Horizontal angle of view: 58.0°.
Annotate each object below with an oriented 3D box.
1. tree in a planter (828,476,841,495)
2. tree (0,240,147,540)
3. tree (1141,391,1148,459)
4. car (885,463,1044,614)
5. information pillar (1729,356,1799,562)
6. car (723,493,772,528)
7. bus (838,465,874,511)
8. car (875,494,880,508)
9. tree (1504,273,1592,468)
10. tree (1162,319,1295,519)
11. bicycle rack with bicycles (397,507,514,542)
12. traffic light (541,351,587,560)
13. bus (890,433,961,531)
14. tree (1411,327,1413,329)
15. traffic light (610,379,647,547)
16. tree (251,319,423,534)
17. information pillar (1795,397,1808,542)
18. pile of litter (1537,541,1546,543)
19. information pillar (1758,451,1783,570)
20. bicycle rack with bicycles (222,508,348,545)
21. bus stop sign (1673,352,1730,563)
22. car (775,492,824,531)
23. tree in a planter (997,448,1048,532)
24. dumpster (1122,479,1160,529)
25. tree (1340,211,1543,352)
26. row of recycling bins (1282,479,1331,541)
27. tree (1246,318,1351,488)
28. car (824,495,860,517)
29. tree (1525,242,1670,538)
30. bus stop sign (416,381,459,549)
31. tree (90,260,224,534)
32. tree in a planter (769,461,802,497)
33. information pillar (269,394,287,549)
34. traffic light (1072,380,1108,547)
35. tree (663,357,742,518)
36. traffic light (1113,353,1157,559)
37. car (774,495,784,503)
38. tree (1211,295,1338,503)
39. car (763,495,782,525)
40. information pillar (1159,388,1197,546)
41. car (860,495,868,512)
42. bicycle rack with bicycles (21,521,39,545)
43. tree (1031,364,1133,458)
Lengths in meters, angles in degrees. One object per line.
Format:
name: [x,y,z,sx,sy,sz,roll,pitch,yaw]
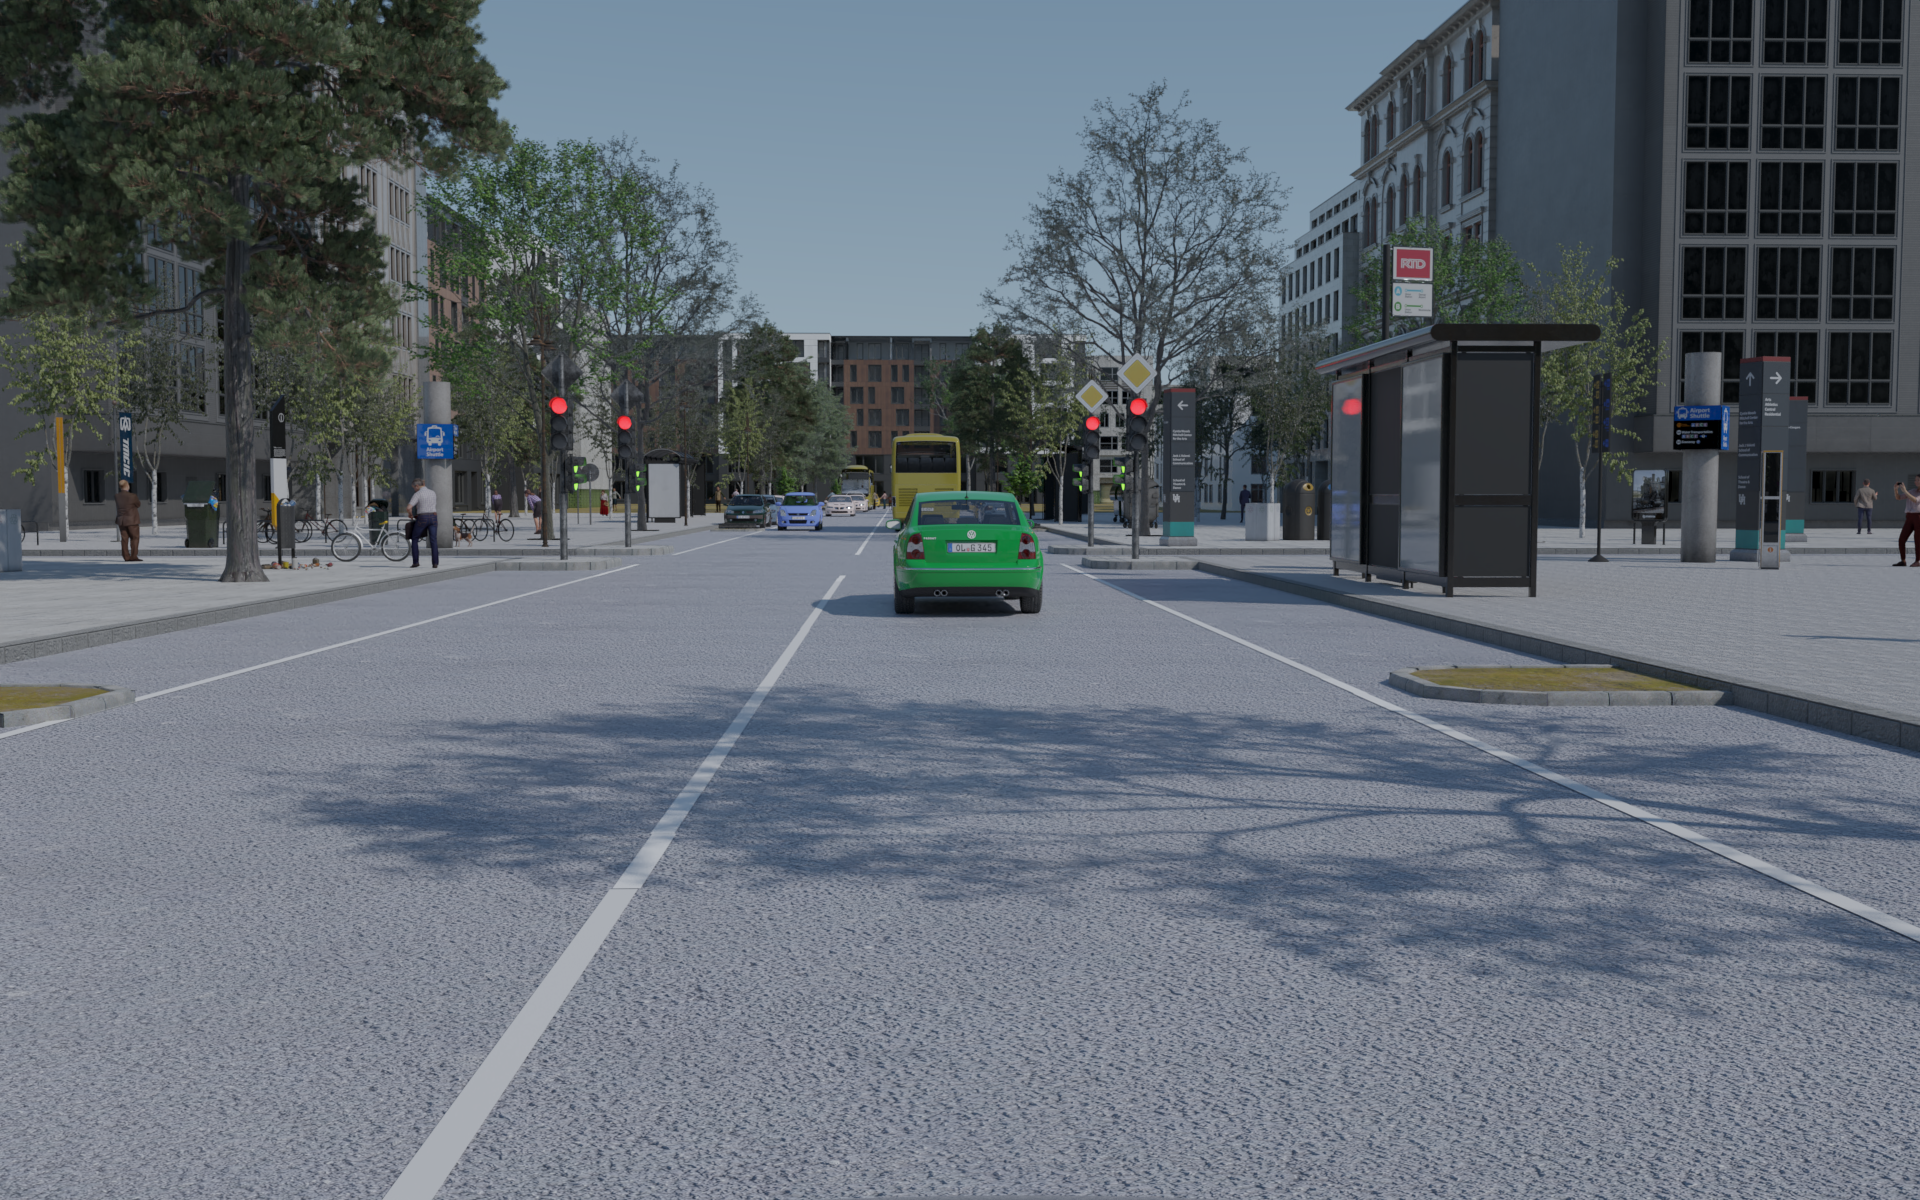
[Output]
tree in a planter: [-12.206,-10.614,170.761,1.991,3.239,1.994,0,4,-2]
tree: [-25.268,-6.025,48.870,4.737,8.622,4.395,0,3,0]
tree: [12.933,-8.954,96.764,4.360,8.622,3.978,0,3,0]
car: [0.029,-0.816,22.136,1.959,1.807,4.718,0,4,-3]
information pillar: [15.278,-2.667,32.977,0.750,3.857,0.750,-1,4,-15]
car: [-9.048,-3.925,73.965,2.009,1.686,4.222,0,4,-1]
bus: [-8.969,-9.802,151.816,2.896,3.916,12.252,0,4,-1]
car: [-9.456,-10.731,185.681,2.015,1.641,3.980,0,4,-1]
tree: [19.045,-6.557,57.570,4.360,8.622,3.978,0,3,0]
tree: [13.632,-9.342,87.154,7.601,10.594,8.767,1,4,14]
bicycle rack with bicycles: [-13.765,-2.021,46.426,2.925,0.926,2.852,3,4,38]
traffic light: [-7.709,-2.718,33.680,0.839,4.213,0.868,0,4,-2]
bus: [-1.416,-4.756,69.307,2.896,3.916,12.252,0,4,-2]
tree: [20.441,-7.644,75.339,4.360,8.622,3.978,0,3,0]
traffic light: [-7.987,-3.206,41.660,0.839,4.213,0.868,0,4,-2]
tree: [-19.978,-6.400,54.998,4.737,8.622,4.395,0,3,0]
information pillar: [22.183,-3.484,46.349,0.750,3.857,0.750,0,4,3]
pile of litter: [14.638,-1.935,45.598,1.719,0.858,1.176,0,4,-5]
information pillar: [13.784,-1.527,29.460,0.304,2.012,0.304,1,4,17]
bicycle rack with bicycles: [-17.782,-1.923,44.830,2.925,0.926,2.852,1,4,15]
bus stop sign: [13.877,-2.657,32.450,0.837,3.901,0.837,2,4,33]
car: [-6.355,-3.629,68.933,1.945,1.707,3.694,0,4,-2]
tree in a planter: [2.343,-4.251,66.732,1.991,3.239,1.994,0,4,-2]
dumpster: [6.779,-3.610,64.775,1.264,1.857,1.865,0,4,-2]
tree: [17.949,-8.501,64.755,9.928,11.665,9.643,0,3,0]
row of recycling bins: [10.732,-2.504,48.054,3.534,1.692,1.069,0,4,0]
tree: [14.228,-7.447,72.122,4.737,8.622,4.395,0,3,0]
car: [-7.697,-6.078,111.744,2.083,1.381,4.827,0,4,-2]
tree: [18.213,-6.111,50.280,4.737,8.622,4.395,0,3,0]
bus stop sign: [-12.302,-3.169,40.826,0.837,3.901,0.837,-1,4,-9]
tree: [-25.626,-6.400,55.008,4.360,8.622,3.978,0,3,0]
tree in a planter: [-9.539,-5.919,94.002,1.991,3.239,1.994,0,4,-2]
information pillar: [-15.923,-3.006,40.497,0.183,3.616,0.504,1,4,15]
traffic light: [3.167,-3.231,42.064,0.839,4.213,0.868,0,4,-2]
tree: [-14.094,-8.611,91.151,4.360,8.622,3.978,0,3,0]
traffic light: [3.445,-2.742,34.084,0.839,4.213,0.868,0,4,-2]
car: [-9.348,-4.481,85.618,2.083,1.381,4.827,0,4,0]
tree: [11.689,-6.914,63.403,4.360,8.622,3.978,0,3,0]
car: [-9.288,-4.211,80.844,2.014,1.417,4.499,0,4,-2]
information pillar: [5.406,-3.267,42.792,0.750,3.857,0.750,-1,4,-10]
car: [-8.281,-7.633,137.154,2.083,1.381,4.827,0,4,0]
bicycle rack with bicycles: [-24.230,-1.777,42.431,2.852,0.926,2.925,1,4,10]
tree: [6.224,-8.755,93.504,4.360,8.622,3.978,0,3,0]
